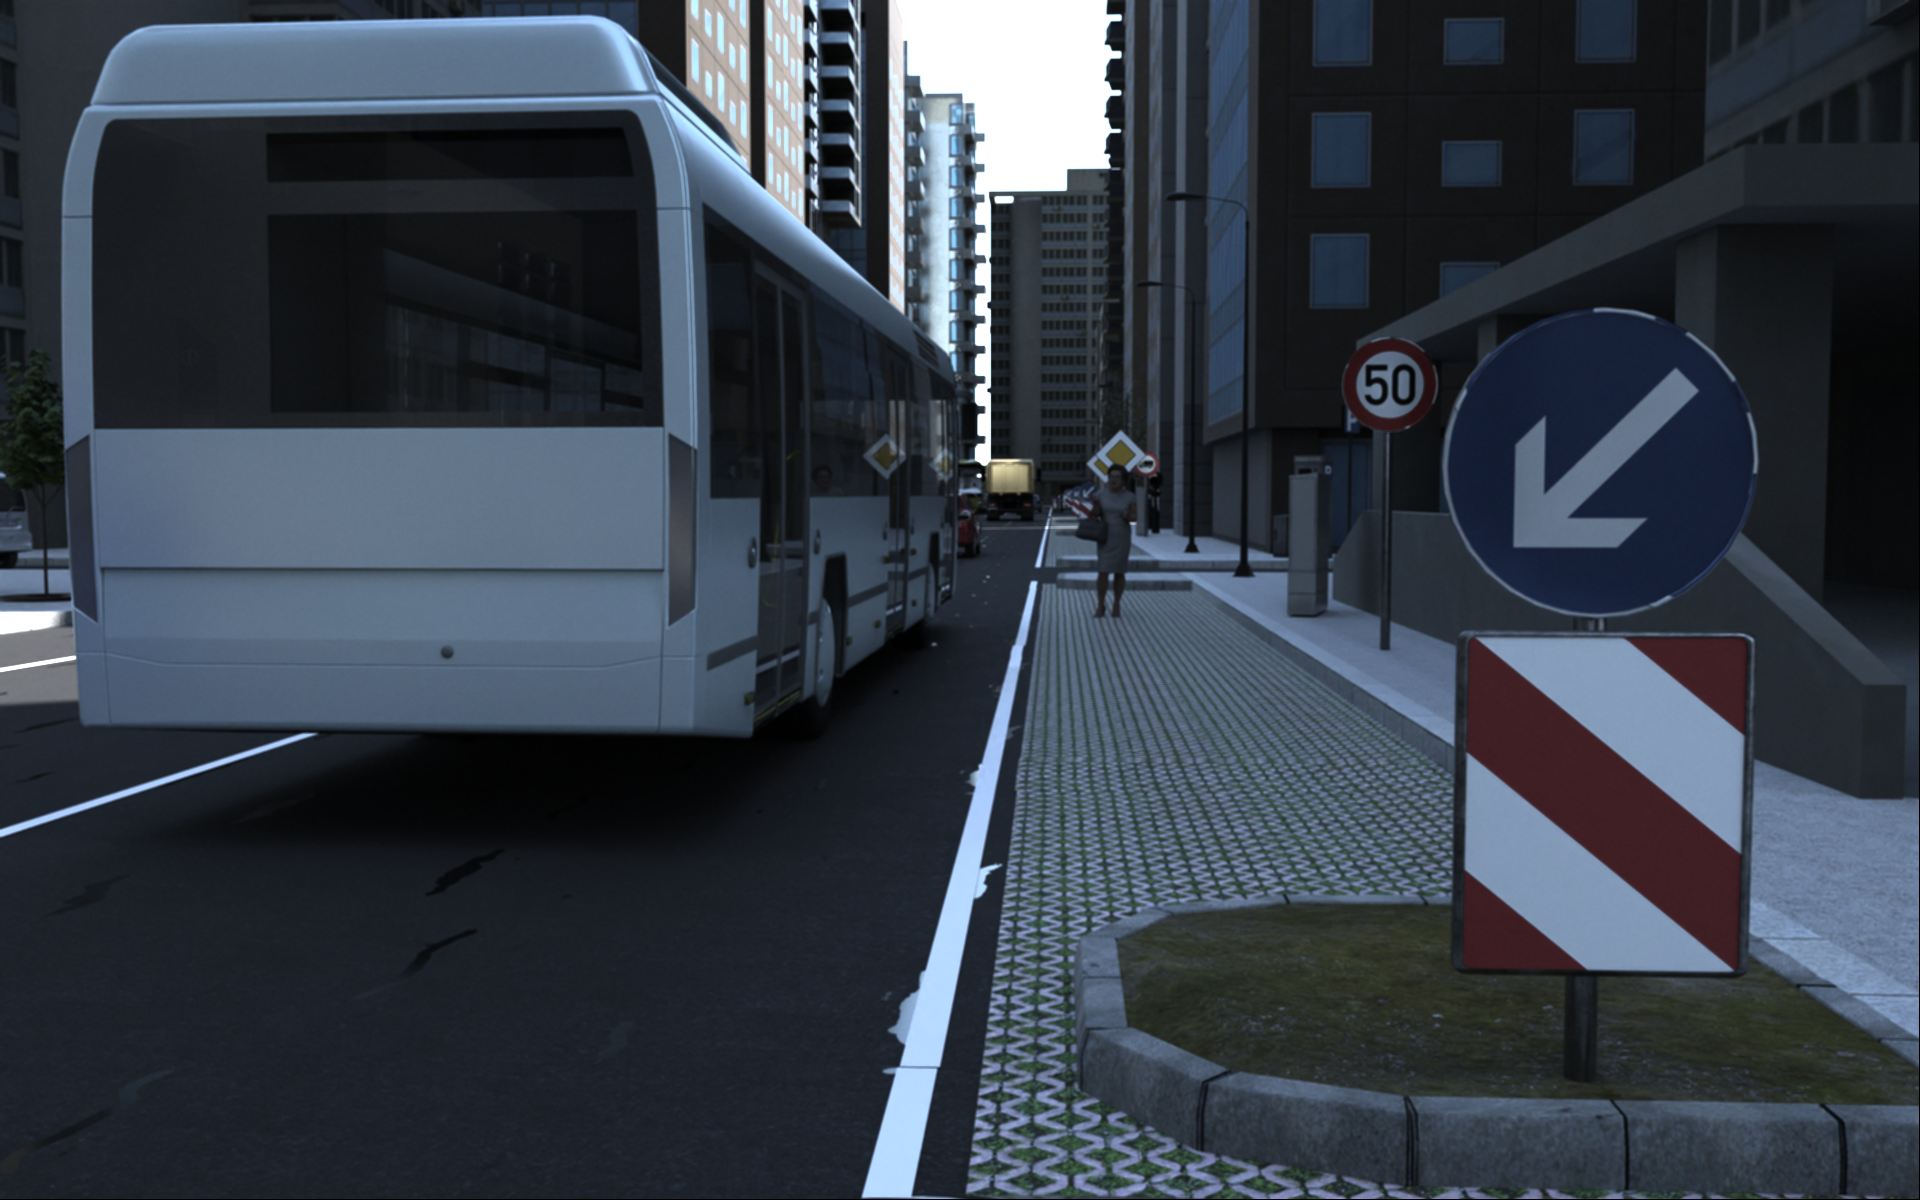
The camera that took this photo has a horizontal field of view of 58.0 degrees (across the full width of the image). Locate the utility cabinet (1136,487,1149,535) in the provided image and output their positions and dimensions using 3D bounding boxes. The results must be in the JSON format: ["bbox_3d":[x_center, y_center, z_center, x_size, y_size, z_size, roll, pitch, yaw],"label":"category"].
[{"bbox_3d":[5.663,-2.755,53.724,0.318,1.500,1.173,1,4,11],"label":"utility cabinet"}]

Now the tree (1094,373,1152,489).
[{"bbox_3d":[9.982,-9.429,104.522,4.360,8.622,3.978,0,3,0],"label":"tree"}]

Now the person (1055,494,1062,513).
[{"bbox_3d":[7.478,-7.337,131.678,0.599,1.433,0.991,-2,4,-31],"label":"person"}]

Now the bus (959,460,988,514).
[{"bbox_3d":[0.717,-8.305,127.334,2.896,3.916,12.252,0,4,3],"label":"bus"}]

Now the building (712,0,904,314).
[{"bbox_3d":[-12.264,-30.480,148.454,14.600,45.320,14.200,0,4,3],"label":"building"}]

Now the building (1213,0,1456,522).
[{"bbox_3d":[17.511,-27.104,93.268,14.600,45.320,14.200,0,4,3],"label":"building"}]

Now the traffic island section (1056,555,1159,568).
[{"bbox_3d":[2.950,-0.775,34.953,2.009,0.180,2.903,0,4,3],"label":"traffic island section"}]

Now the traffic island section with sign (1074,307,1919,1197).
[{"bbox_3d":[1.300,0.254,4.482,1.989,1.847,2.006,0,4,3],"label":"traffic island section with sign"}]

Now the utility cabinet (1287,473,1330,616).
[{"bbox_3d":[3.728,-0.604,18.553,0.318,1.500,1.173,1,4,18],"label":"utility cabinet"}]

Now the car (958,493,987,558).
[{"bbox_3d":[-0.458,-1.930,40.592,2.155,1.783,4.494,0,4,3],"label":"car"}]

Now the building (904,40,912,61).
[{"bbox_3d":[-19.091,-33.948,174.657,30.456,49.044,23.786,0,4,3],"label":"building"}]

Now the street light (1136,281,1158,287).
[{"bbox_3d":[4.542,-3.995,37.852,1.470,5.913,1.316,0,4,3],"label":"street light"}]

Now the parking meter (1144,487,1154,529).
[{"bbox_3d":[6.863,-3.338,62.995,0.372,1.533,0.369,0,3,0],"label":"parking meter"}]

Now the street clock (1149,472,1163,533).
[{"bbox_3d":[6.391,-3.179,56.542,0.358,2.002,0.471,-2,4,-32],"label":"street clock"}]

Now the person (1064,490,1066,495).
[{"bbox_3d":[9.350,-8.900,154.568,0.434,1.755,0.990,2,4,32],"label":"person"}]

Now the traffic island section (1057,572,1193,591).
[{"bbox_3d":[2.514,-0.287,26.980,2.009,0.180,2.903,0,4,3],"label":"traffic island section"}]

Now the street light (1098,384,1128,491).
[{"bbox_3d":[6.529,-6.174,73.483,1.470,5.913,1.316,0,4,3],"label":"street light"}]

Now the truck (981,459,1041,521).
[{"bbox_3d":[2.801,-6.113,95.879,3.469,3.379,9.791,0,4,2],"label":"truck"}]

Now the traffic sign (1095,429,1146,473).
[{"bbox_3d":[2.490,-1.423,26.904,0.795,2.450,0.064,0,4,3],"label":"traffic sign"}]

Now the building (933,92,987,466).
[{"bbox_3d":[-11.998,-35.896,206.501,30.456,49.044,23.786,0,4,3],"label":"building"}]

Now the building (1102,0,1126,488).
[{"bbox_3d":[22.775,-29.662,139.602,22.147,44.769,28.867,0,4,3],"label":"building"}]

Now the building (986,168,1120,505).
[{"bbox_3d":[15.390,-31.629,209.018,23.993,40.220,32.217,0,4,3],"label":"building"}]

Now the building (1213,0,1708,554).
[{"bbox_3d":[13.700,-23.963,41.898,14.200,45.320,14.600,0,4,3],"label":"building"}]

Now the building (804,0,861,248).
[{"bbox_3d":[-17.731,-49.678,124.903,22.319,86.520,31.000,0,4,3],"label":"building"}]

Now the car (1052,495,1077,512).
[{"bbox_3d":[8.523,-7.849,140.700,2.083,1.381,4.827,0,4,2],"label":"car"}]

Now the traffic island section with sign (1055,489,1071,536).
[{"bbox_3d":[4.322,-3.136,59.901,1.989,1.847,2.006,0,4,3],"label":"traffic island section with sign"}]

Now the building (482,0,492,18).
[{"bbox_3d":[-17.136,-25.953,74.440,14.600,45.320,14.200,0,4,3],"label":"building"}]

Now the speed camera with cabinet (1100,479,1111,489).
[{"bbox_3d":[8.926,-6.471,100.140,0.660,3.252,2.038,3,5,40],"label":"speed camera with cabinet"}]

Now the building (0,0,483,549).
[{"bbox_3d":[-27.254,-21.785,48.061,32.217,40.220,23.993,0,4,3],"label":"building"}]

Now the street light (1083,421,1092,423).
[{"bbox_3d":[8.516,-8.395,109.795,1.470,5.913,1.316,0,4,3],"label":"street light"}]

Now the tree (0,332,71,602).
[{"bbox_3d":[-11.110,-1.603,20.816,1.663,3.219,1.824,0,3,0],"label":"tree"}]

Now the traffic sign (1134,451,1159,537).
[{"bbox_3d":[5.546,-3.152,51.648,0.768,2.556,0.104,0,4,7],"label":"traffic sign"}]

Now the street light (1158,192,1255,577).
[{"bbox_3d":[3.872,-3.317,26.779,1.470,5.913,1.316,0,4,3],"label":"street light"}]

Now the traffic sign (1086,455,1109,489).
[{"bbox_3d":[2.926,-1.910,34.877,0.795,2.450,0.064,0,4,3],"label":"traffic sign"}]

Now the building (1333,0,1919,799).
[{"bbox_3d":[20.247,-19.585,12.094,32.217,40.220,23.993,0,4,3],"label":"building"}]

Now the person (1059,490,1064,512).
[{"bbox_3d":[7.830,-7.687,134.904,0.721,1.735,1.217,-1,4,-14],"label":"person"}]

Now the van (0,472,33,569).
[{"bbox_3d":[-19.104,-1.484,31.274,4.112,2.044,2.013,0,4,3],"label":"van"}]

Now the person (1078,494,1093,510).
[{"bbox_3d":[5.518,-4.101,75.908,0.716,1.782,0.532,1,4,16],"label":"person"}]

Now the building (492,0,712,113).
[{"bbox_3d":[-16.618,-27.348,97.254,14.600,45.320,14.200,0,4,3],"label":"building"}]

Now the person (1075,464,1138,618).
[{"bbox_3d":[1.688,-0.679,19.964,0.716,1.782,0.532,0,4,7],"label":"person"}]

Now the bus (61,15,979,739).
[{"bbox_3d":[-1.747,-1.131,13.356,2.948,3.499,13.247,0,4,5],"label":"bus"}]

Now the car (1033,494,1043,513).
[{"bbox_3d":[5.477,-7.480,134.295,2.014,1.417,4.499,0,4,2],"label":"car"}]

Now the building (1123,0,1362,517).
[{"bbox_3d":[18.390,-28.594,117.625,14.600,45.320,14.200,0,4,3],"label":"building"}]

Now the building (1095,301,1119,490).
[{"bbox_3d":[27.389,-19.835,169.338,27.650,21.520,28.899,0,4,3],"label":"building"}]

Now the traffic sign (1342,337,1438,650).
[{"bbox_3d":[3.501,-0.861,14.189,0.768,2.556,0.104,0,4,5],"label":"traffic sign"}]

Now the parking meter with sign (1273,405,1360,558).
[{"bbox_3d":[7.082,-2.349,34.671,1.738,3.016,0.543,3,5,44],"label":"parking meter with sign"}]

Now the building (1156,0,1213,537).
[{"bbox_3d":[17.929,-31.905,63.648,21.231,58.520,28.212,0,4,3],"label":"building"}]
